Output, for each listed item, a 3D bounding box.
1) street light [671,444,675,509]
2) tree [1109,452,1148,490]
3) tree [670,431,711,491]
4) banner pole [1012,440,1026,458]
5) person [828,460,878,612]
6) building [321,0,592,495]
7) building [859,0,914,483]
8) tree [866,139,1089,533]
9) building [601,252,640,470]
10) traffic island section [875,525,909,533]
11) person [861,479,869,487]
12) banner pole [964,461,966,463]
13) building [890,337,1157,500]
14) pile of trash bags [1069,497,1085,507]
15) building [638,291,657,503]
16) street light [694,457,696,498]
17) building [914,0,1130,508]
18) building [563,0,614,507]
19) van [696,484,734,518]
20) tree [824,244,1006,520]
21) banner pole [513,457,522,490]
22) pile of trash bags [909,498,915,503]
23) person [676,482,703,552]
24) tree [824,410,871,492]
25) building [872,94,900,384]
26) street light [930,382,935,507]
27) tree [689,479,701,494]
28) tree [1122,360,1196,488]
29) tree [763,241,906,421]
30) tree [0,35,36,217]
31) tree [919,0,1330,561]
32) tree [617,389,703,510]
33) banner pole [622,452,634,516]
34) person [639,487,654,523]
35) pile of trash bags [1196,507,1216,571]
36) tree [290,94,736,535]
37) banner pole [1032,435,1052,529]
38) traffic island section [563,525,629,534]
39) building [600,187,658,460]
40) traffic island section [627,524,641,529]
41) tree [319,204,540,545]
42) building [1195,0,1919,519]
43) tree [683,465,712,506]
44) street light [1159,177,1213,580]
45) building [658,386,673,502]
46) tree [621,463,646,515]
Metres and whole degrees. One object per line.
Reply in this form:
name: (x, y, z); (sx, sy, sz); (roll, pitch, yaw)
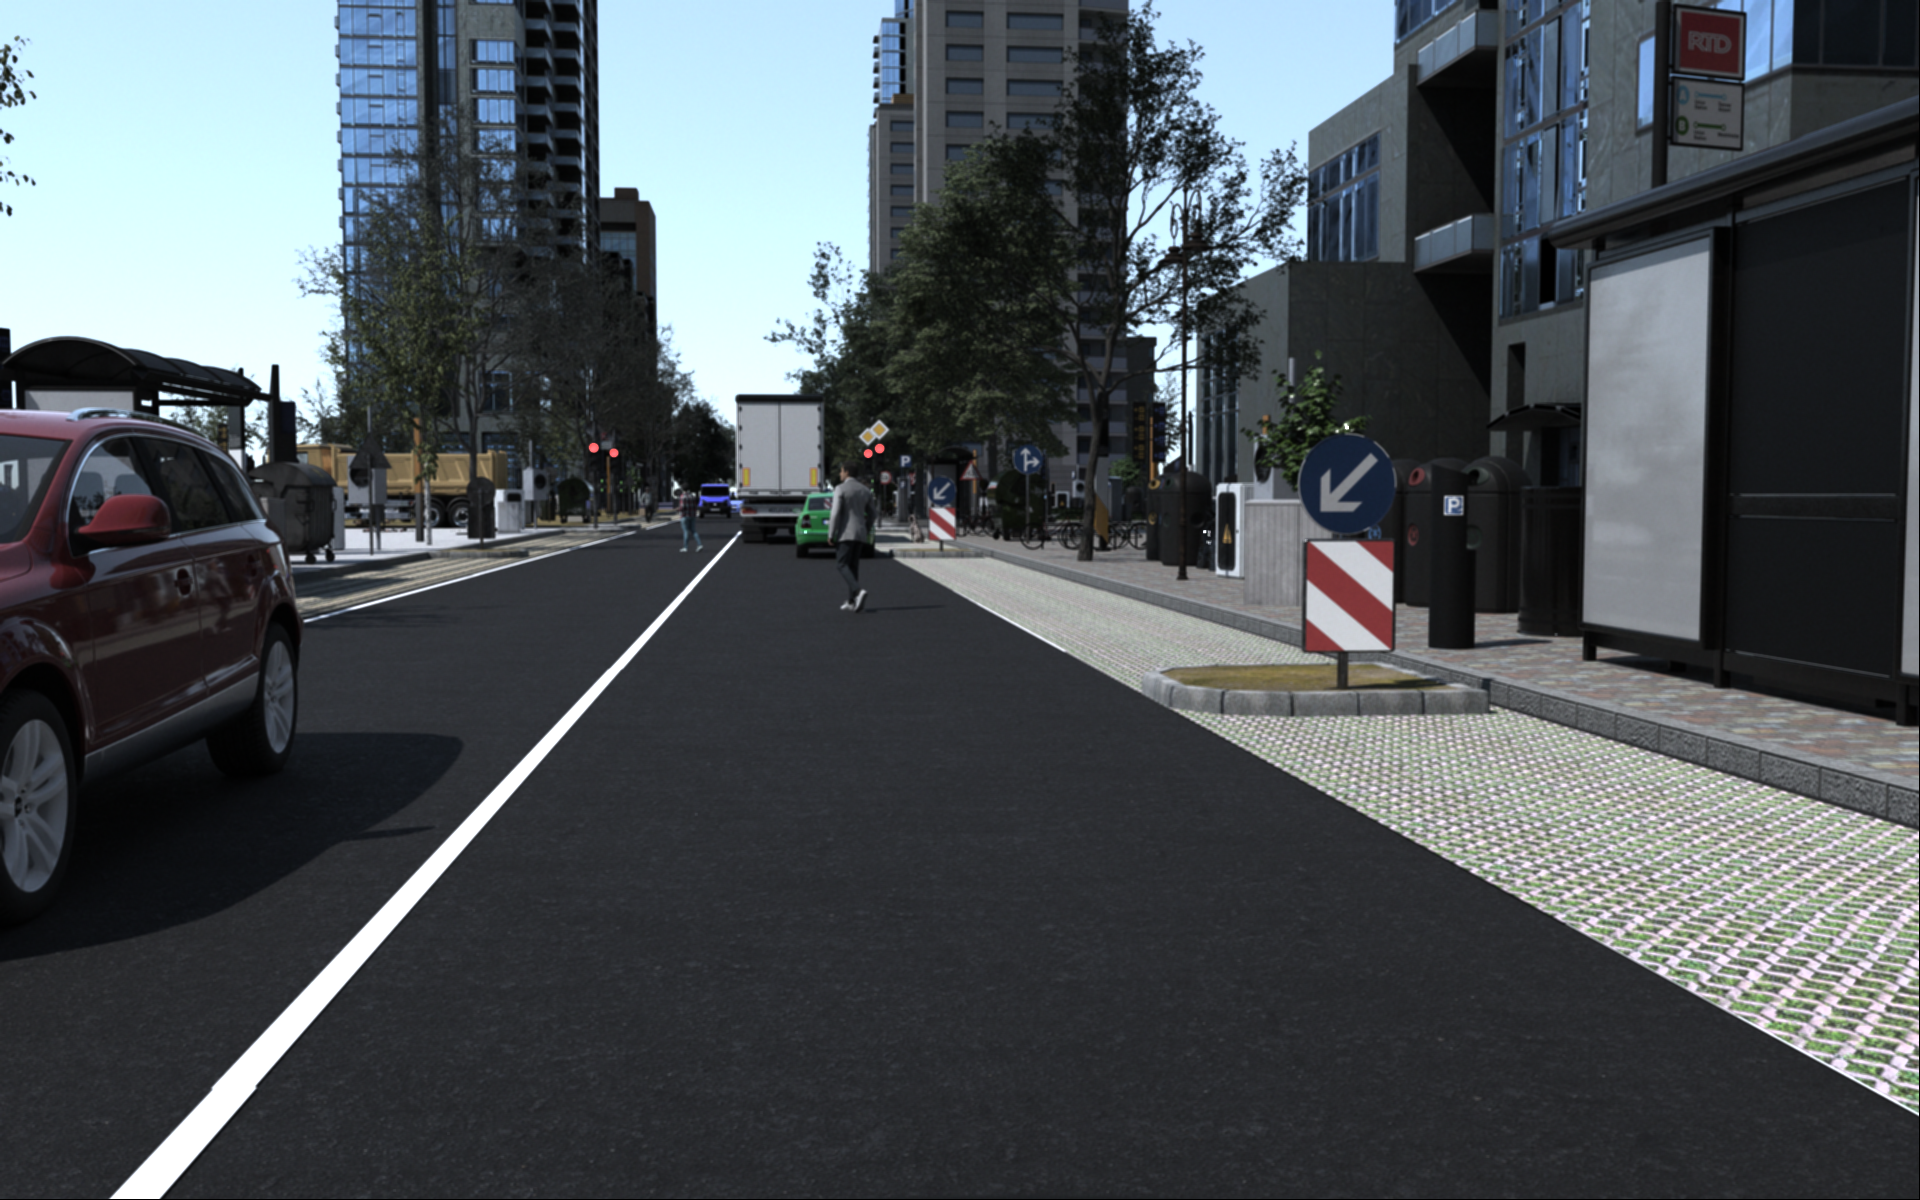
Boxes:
street light: (-24.641, -10.775, 148.950); (0.468, 5.910, 1.993); (0, 4, -6)
tree: (13.101, -9.190, 133.973); (4.285, 4.588, 4.351); (0, 3, 0)
tree: (-28.184, -14.046, 180.007); (4.737, 8.622, 4.395); (0, 3, 0)
banner pole: (2.796, -5.535, 80.518); (0.863, 3.779, 0.401); (0, 4, 5)
person: (-1.282, -0.785, 21.180); (0.661, 1.843, 0.795); (-3, 4, -38)
building: (-44.997, -51.724, 158.355); (22.319, 86.520, 31.000); (0, 4, -6)
building: (-6.690, -59.865, 291.470); (22.319, 86.520, 31.000); (0, 4, -6)
tree: (0.705, -8.436, 56.062); (7.486, 12.596, 7.792); (0, 3, 0)
building: (-45.880, -26.426, 203.762); (14.160, 30.474, 14.107); (0, 4, -6)
traffic island section: (-3.007, -2.621, 65.137); (2.009, 0.180, 2.903); (0, 4, -6)
person: (-2.704, -2.370, 47.345); (0.679, 1.850, 0.850); (-3, 5, -43)
banner pole: (-0.247, -6.404, 94.728); (0.401, 3.779, 0.863); (3, 5, 41)
building: (6.329, -21.914, 203.336); (27.650, 21.520, 28.899); (0, 4, -6)
pile of trash bags: (8.681, -6.818, 121.228); (1.912, 1.369, 3.447); (-1, 4, -19)
building: (-50.033, -28.804, 242.647); (14.160, 30.474, 14.107); (0, 4, -6)
street light: (-28.827, -13.205, 188.684); (0.468, 5.910, 1.993); (0, 4, -6)
building: (5.909, -38.624, 173.498); (21.231, 58.520, 28.212); (0, 4, -6)
building: (-47.069, -45.671, 184.967); (20.563, 71.187, 20.611); (0, 4, -6)
van: (-14.665, -6.077, 103.745); (2.240, 2.365, 5.245); (0, 4, -8)
tree: (-2.076, -10.981, 86.188); (9.857, 13.997, 8.962); (0, 3, 0)
banner pole: (-29.825, -7.742, 116.605); (0.401, 3.779, 0.863); (3, 4, 37)
pile of trash bags: (-4.575, -7.848, 138.062); (3.447, 1.369, 1.912); (0, 4, -3)
person: (-6.762, -2.070, 43.174); (0.643, 1.720, 0.563); (3, 4, 37)
tree: (-8.733, -11.638, 140.650); (4.737, 8.622, 4.395); (0, 3, 0)
building: (-2.669, -44.060, 262.376); (21.231, 58.520, 28.212); (0, 4, -6)
street light: (-1.025, -5.632, 64.868); (0.468, 5.910, 1.993); (0, 4, -6)
tree: (-28.676, -11.695, 185.809); (1.663, 3.219, 1.824); (0, 3, 0)
tree: (10.949, -8.839, 94.880); (4.360, 8.622, 3.978); (0, 3, 0)
tree: (-8.050, -16.828, 131.021); (12.611, 20.169, 13.585); (0, 3, 0)
tree: (-11.317, -4.087, 17.182); (4.737, 8.622, 4.395); (0, 3, 0)
tree: (2.641, -6.010, 32.677); (7.601, 10.594, 8.767); (3, 5, 42)
tree: (-24.733, -12.748, 142.849); (7.601, 10.594, 8.767); (-1, 4, -9)
banner pole: (-21.090, -7.319, 109.685); (0.863, 3.779, 0.401); (-2, 4, -26)
person: (-15.514, -4.682, 85.542); (0.515, 1.767, 0.782); (3, 5, 42)
pile of trash bags: (5.737, -1.199, 29.361); (3.447, 1.369, 1.912); (1, 4, 9)
tree: (-15.433, -8.804, 54.314); (12.009, 13.543, 11.850); (0, 3, 0)
banner pole: (2.962, -4.459, 62.919); (0.863, 3.779, 0.401); (-2, 4, -27)
traffic island section: (-13.490, -2.553, 64.026); (2.009, 0.180, 2.903); (0, 4, -6)
building: (-52.240, -37.068, 256.166); (14.600, 45.320, 14.200); (0, 4, -6)
traffic island section: (-14.338, -3.039, 71.966); (2.009, 0.180, 2.903); (0, 4, -6)
tree: (-13.573, -5.680, 43.238); (4.737, 8.622, 4.395); (0, 3, 0)
building: (20.684, -44.591, 41.728); (22.319, 86.520, 31.000); (0, 4, -6)
tree: (-29.325, -12.852, 193.840); (4.285, 4.588, 4.351); (0, 3, 0)
street light: (3.326, -3.237, 25.710); (0.468, 5.910, 1.993); (0, 4, -6)
building: (-60.926, -26.484, 278.051); (27.650, 21.520, 28.899); (0, 4, -6)
tree: (-20.499, -6.929, 107.898); (1.663, 3.219, 1.824); (0, 3, 0)
